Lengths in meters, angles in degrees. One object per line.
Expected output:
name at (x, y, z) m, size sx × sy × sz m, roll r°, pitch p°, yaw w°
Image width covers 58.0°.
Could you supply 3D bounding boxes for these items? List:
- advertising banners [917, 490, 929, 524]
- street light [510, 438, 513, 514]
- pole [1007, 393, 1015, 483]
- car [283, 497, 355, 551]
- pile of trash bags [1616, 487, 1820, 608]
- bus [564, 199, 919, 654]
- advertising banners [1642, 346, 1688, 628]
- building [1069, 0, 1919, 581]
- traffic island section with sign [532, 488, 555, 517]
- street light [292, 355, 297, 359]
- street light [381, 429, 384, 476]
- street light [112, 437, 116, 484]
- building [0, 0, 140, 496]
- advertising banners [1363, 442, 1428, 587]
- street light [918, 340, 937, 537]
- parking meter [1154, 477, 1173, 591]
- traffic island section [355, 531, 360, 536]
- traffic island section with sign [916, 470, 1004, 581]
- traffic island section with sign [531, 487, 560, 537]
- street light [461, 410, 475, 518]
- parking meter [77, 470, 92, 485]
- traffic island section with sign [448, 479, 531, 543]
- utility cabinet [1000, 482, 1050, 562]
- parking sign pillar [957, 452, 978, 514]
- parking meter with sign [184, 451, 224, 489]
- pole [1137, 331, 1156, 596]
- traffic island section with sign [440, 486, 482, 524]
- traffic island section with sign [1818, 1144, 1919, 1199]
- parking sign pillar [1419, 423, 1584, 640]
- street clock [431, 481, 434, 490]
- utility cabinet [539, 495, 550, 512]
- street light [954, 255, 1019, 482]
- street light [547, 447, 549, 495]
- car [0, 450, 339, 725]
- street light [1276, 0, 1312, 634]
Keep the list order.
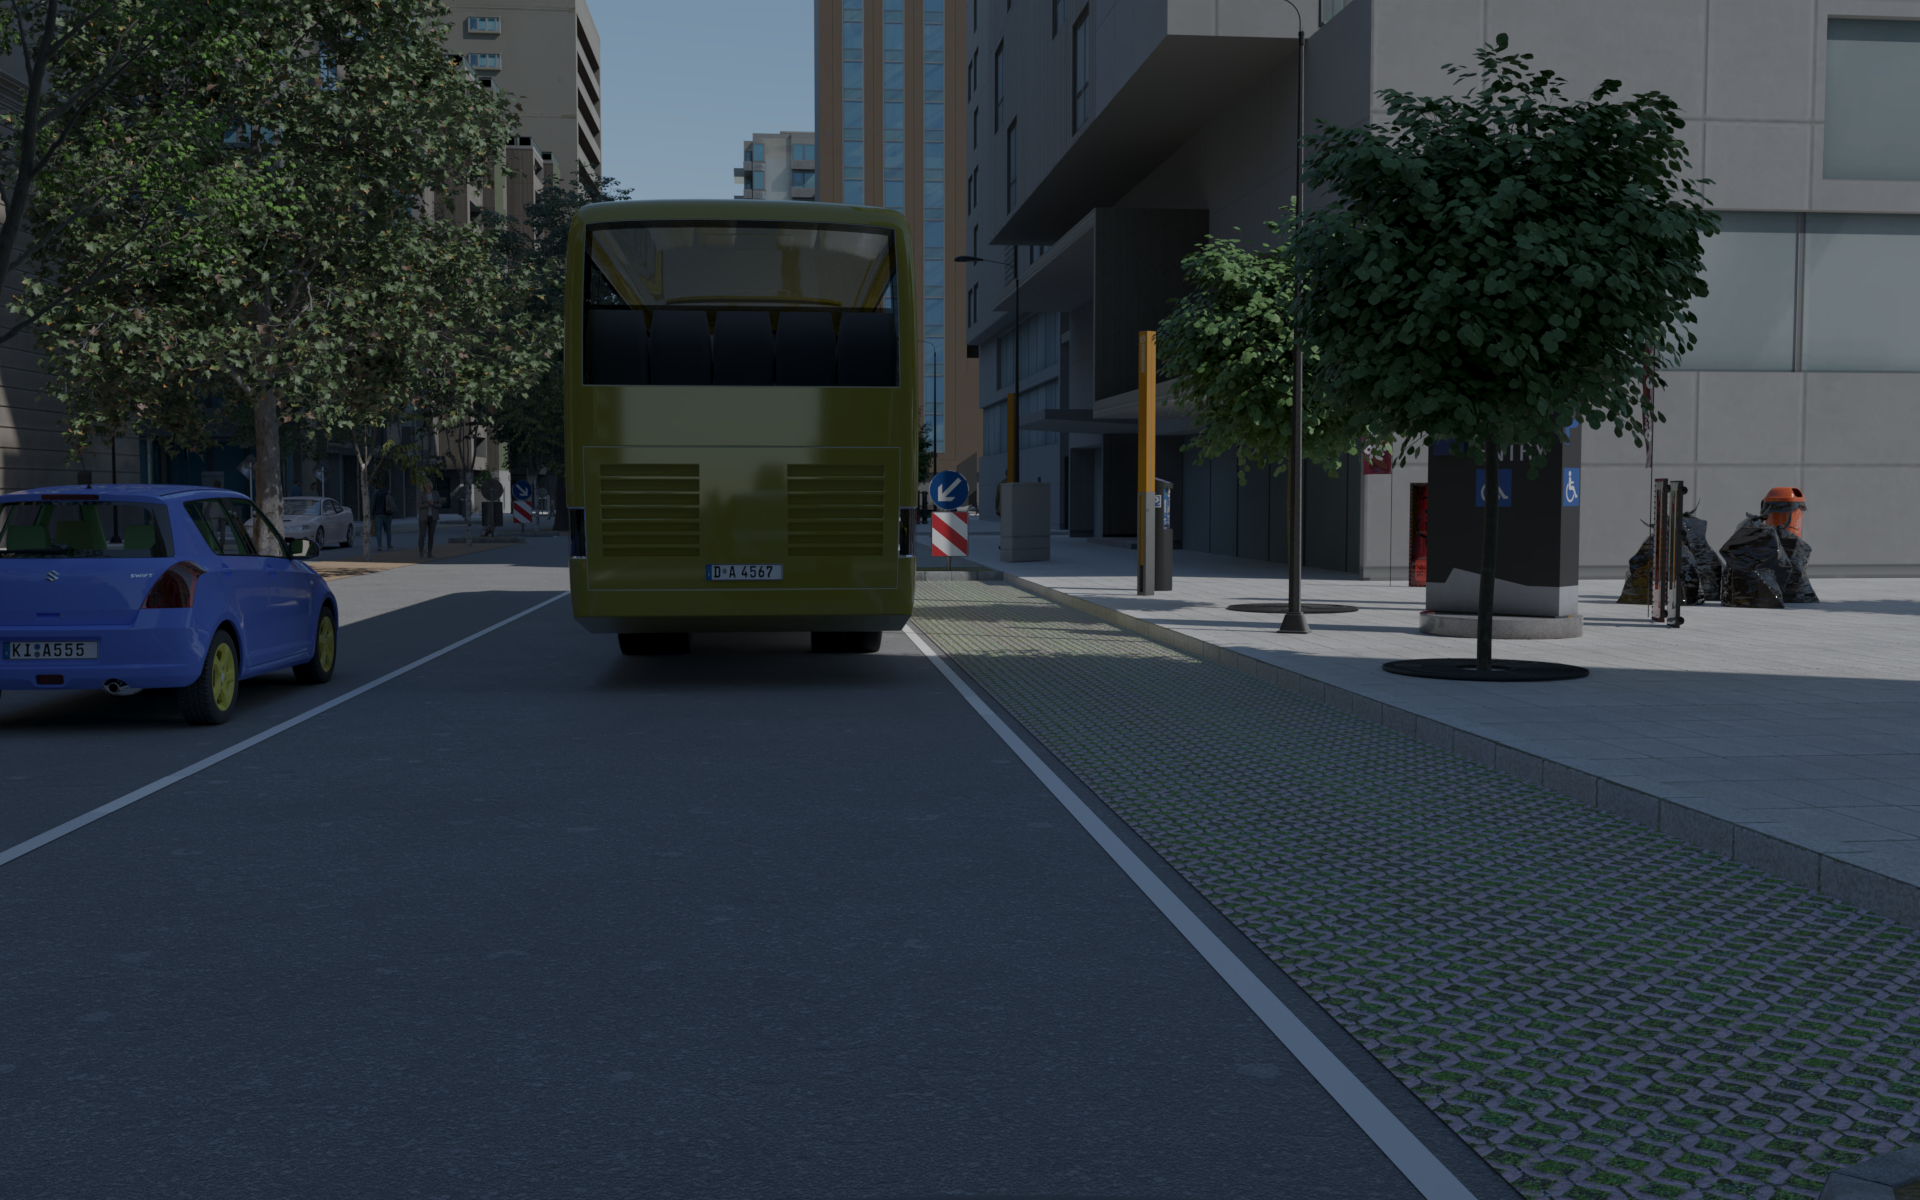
advertising banners at (-1.799, -4.715, 73.270) m, size 0.090 × 3.025 × 2.074 m, roll 2°, pitch 4°, yaw 24°
street light at (-28.499, -8.546, 112.270) m, size 1.470 × 5.913 × 1.316 m, roll 0°, pitch 4°, yaw -6°
pole at (1.063, -2.523, 35.090) m, size 0.158 × 3.312 × 0.155 m, roll 0°, pitch 3°, yaw 0°
car at (-17.143, -1.998, 45.030) m, size 2.083 × 1.381 × 4.827 m, roll 0°, pitch 4°, yaw -4°
pile of trash bags at (9.428, -0.683, 20.918) m, size 1.912 × 1.369 × 3.447 m, roll 3°, pitch 5°, yaw 43°
bus at (-2.188, -1.642, 18.398) m, size 2.896 × 3.916 × 12.252 m, roll 0°, pitch 4°, yaw -6°
advertising banners at (7.045, -1.296, 17.379) m, size 0.090 × 3.025 × 2.074 m, roll 1°, pitch 4°, yaw 12°
building at (15.519, -27.493, 38.753) m, size 28.713 × 52.752 × 27.495 m, roll 0°, pitch 4°, yaw -6°
traffic island section with sign at (-26.495, -6.192, 109.871) m, size 1.989 × 1.847 × 2.006 m, roll 0°, pitch 4°, yaw -6°
street light at (-22.742, -5.230, 58.054) m, size 1.470 × 5.913 × 1.316 m, roll 0°, pitch 4°, yaw -6°
street light at (-24.729, -6.316, 75.815) m, size 1.470 × 5.913 × 1.316 m, roll 0°, pitch 4°, yaw -6°
street light at (-21.334, -4.417, 44.758) m, size 1.470 × 5.913 × 1.316 m, roll 0°, pitch 4°, yaw -6°
building at (-35.047, -14.993, 42.406) m, size 25.104 × 27.353 × 12.463 m, roll 0°, pitch 4°, yaw -6°
advertising banners at (6.446, -1.684, 23.727) m, size 2.074 × 3.025 × 0.090 m, roll 1°, pitch 4°, yaw 20°
street light at (-1.279, -4.819, 51.337) m, size 1.470 × 5.913 × 1.316 m, roll 0°, pitch 4°, yaw -6°
parking meter at (2.638, -0.892, 23.000) m, size 0.372 × 1.533 × 0.369 m, roll 0°, pitch 3°, yaw 0°
traffic island section at (-21.335, -2.185, 58.011) m, size 2.009 × 0.180 × 2.903 m, roll 0°, pitch 4°, yaw -6°
traffic island section with sign at (-0.364, -1.266, 29.321) m, size 1.989 × 1.847 × 2.006 m, roll 0°, pitch 4°, yaw -6°
traffic island section with sign at (-14.650, -3.072, 58.370) m, size 2.006 × 1.907 × 1.989 m, roll 0°, pitch 4°, yaw -6°
street light at (-26.551, -7.467, 94.633) m, size 1.470 × 5.913 × 1.316 m, roll 0°, pitch 4°, yaw -6°
parking meter at (-21.154, -2.213, 41.893) m, size 0.255 × 1.863 × 0.399 m, roll -1°, pitch 4°, yaw -15°
traffic island section with sign at (-13.880, -2.622, 51.003) m, size 2.006 × 1.907 × 1.989 m, roll 0°, pitch 4°, yaw -6°
utility cabinet at (1.238, -1.481, 32.886) m, size 0.318 × 1.500 × 1.173 m, roll 3°, pitch 5°, yaw 40°
parking sign pillar at (0.408, -7.483, 110.821) m, size 1.447 × 3.967 × 1.447 m, roll -1°, pitch 4°, yaw -12°
parking meter with sign at (-25.340, -3.825, 58.793) m, size 1.738 × 3.016 × 0.543 m, roll -1°, pitch 4°, yaw -20°
pole at (2.350, -1.711, 21.819) m, size 0.158 × 3.312 × 0.155 m, roll 0°, pitch 3°, yaw 0°
traffic island section with sign at (-23.609, -4.519, 82.512) m, size 1.989 × 1.847 × 2.006 m, roll 0°, pitch 4°, yaw -6°
traffic island section with sign at (2.480, 0.374, 2.516) m, size 1.989 × 1.847 × 2.006 m, roll 0°, pitch 4°, yaw -6°
parking sign pillar at (4.977, -1.674, 15.845) m, size 1.447 × 3.967 × 1.447 m, roll 3°, pitch 5°, yaw 42°
street clock at (-30.371, -5.815, 99.649) m, size 0.358 × 2.002 × 0.471 m, roll -1°, pitch 4°, yaw -23°
utility cabinet at (-30.391, -7.065, 126.675) m, size 1.020 × 1.237 × 0.306 m, roll 3°, pitch 5°, yaw 44°
street light at (0.582, -3.755, 33.939) m, size 1.470 × 5.913 × 1.316 m, roll 0°, pitch 4°, yaw -6°
street light at (-30.481, -9.653, 130.363) m, size 1.470 × 5.913 × 1.316 m, roll 0°, pitch 4°, yaw -6°
car at (-5.525, -0.145, 11.960) m, size 1.945 × 1.707 × 3.694 m, roll 0°, pitch 4°, yaw -6°
street light at (2.554, -2.645, 15.790) m, size 1.470 × 5.913 × 1.316 m, roll 0°, pitch 4°, yaw -6°
